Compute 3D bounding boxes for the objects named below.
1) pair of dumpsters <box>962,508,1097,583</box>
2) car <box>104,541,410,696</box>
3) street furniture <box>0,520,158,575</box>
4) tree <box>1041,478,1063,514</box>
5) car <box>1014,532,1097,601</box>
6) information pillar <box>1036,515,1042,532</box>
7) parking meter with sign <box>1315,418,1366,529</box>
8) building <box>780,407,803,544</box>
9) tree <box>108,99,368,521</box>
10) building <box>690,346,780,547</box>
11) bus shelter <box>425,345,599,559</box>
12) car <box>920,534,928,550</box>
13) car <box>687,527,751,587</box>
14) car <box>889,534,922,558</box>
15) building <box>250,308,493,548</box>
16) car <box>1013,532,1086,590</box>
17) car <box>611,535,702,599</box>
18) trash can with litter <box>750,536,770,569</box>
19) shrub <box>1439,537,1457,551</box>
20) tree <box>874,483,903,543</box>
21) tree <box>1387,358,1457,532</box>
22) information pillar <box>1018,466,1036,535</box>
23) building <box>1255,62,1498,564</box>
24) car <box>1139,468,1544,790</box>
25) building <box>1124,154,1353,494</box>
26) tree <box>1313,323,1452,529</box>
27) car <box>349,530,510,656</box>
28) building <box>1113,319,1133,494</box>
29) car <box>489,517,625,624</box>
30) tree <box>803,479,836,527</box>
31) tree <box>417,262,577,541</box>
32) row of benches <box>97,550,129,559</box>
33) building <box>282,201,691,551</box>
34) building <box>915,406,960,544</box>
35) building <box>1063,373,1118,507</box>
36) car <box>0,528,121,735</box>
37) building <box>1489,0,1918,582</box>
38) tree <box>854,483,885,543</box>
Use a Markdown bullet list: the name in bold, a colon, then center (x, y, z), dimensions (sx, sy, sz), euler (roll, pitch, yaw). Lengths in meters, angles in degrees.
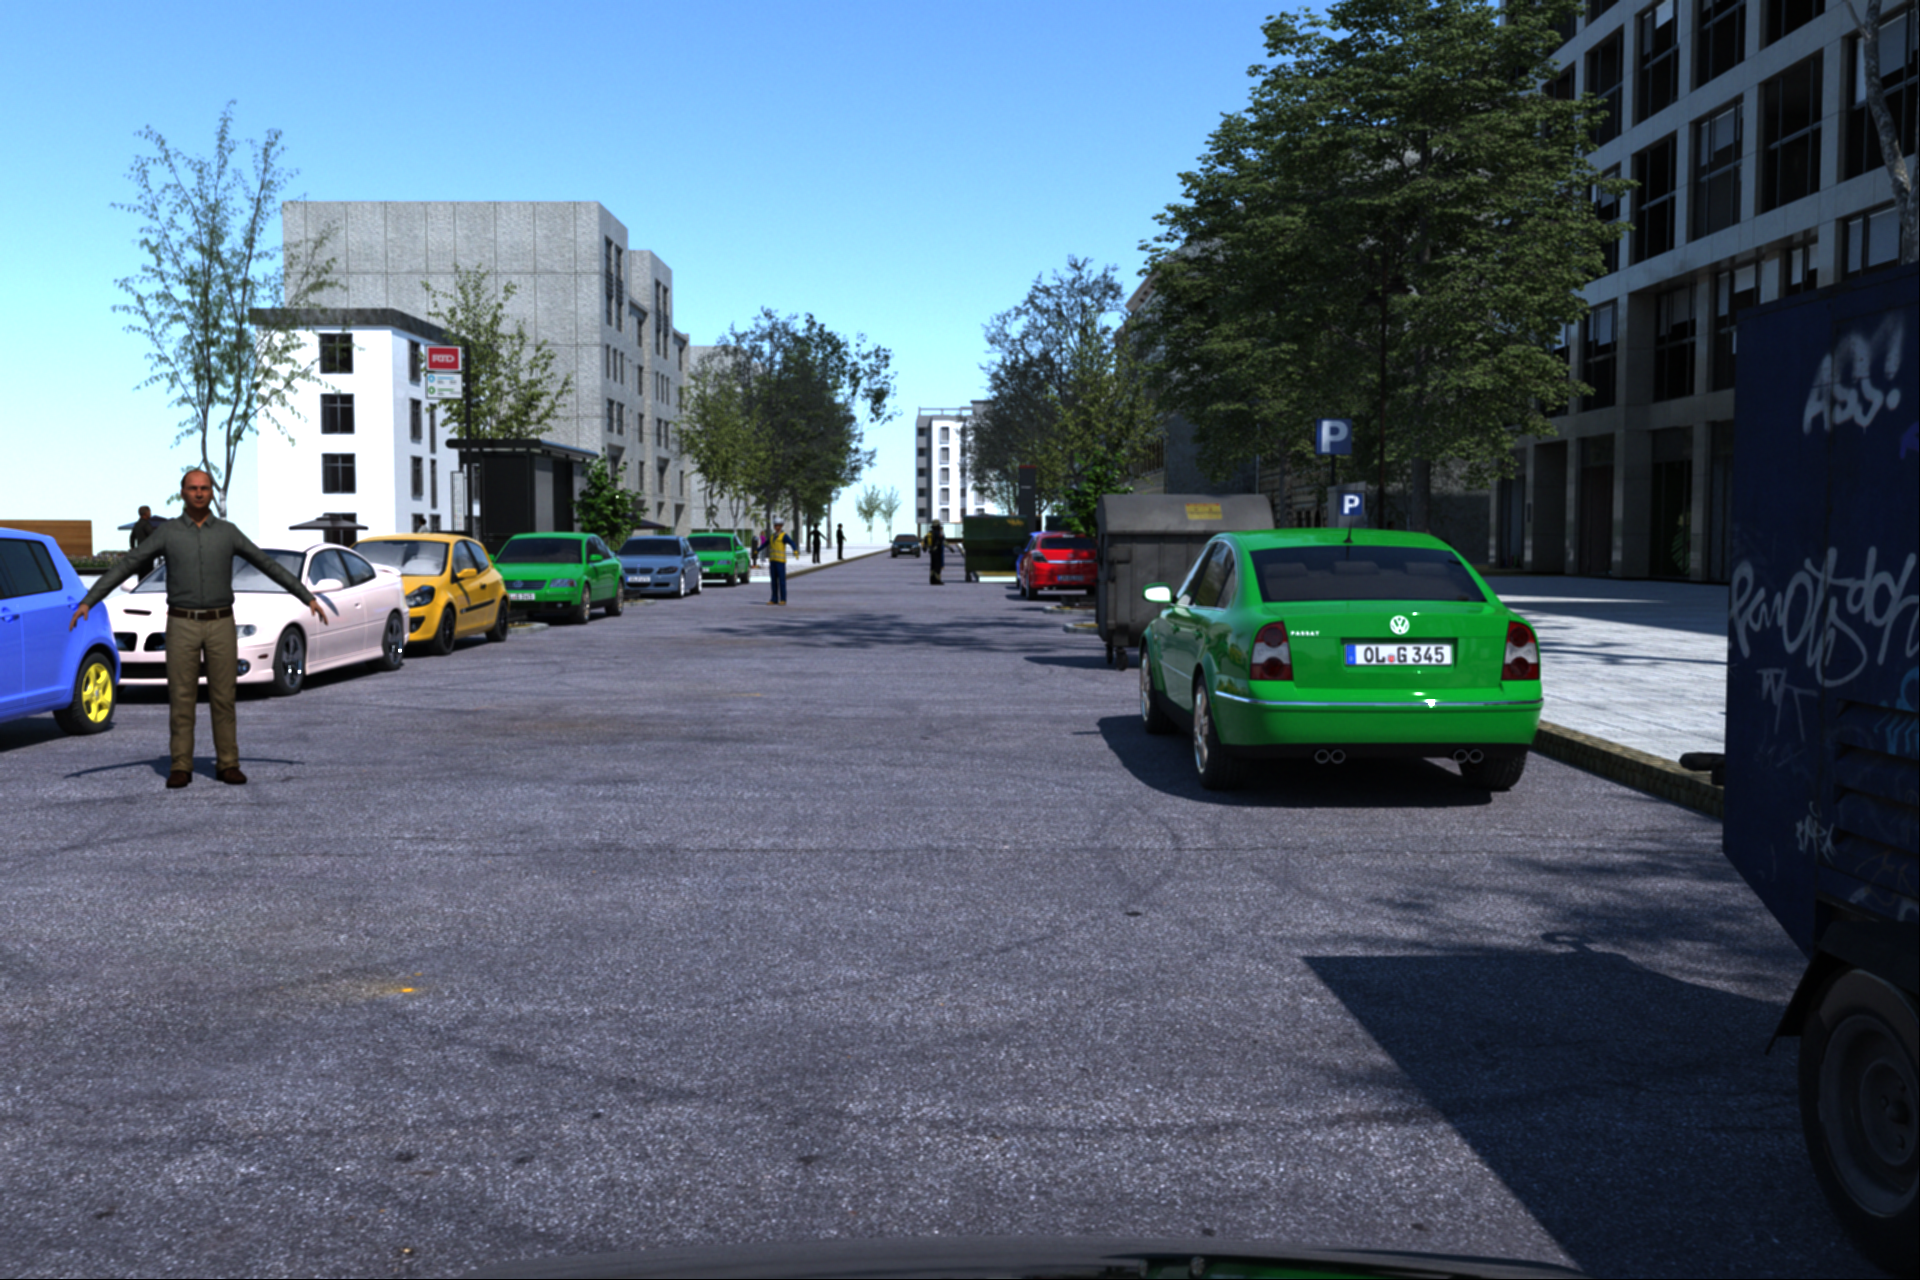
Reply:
- **pair of dumpsters**: center (2.266, -2.850, 51.542), dimensions (4.436, 2.255, 1.574), euler (0, 4, -1)
- **car**: center (-6.826, -0.271, 16.795), dimensions (2.083, 1.381, 4.827), euler (0, 3, 0)
- **street furniture**: center (-29.233, -2.937, 54.880), dimensions (11.010, 1.723, 9.812), euler (-3, 5, -44)
- **tree**: center (15.506, -20.546, 246.298), dimensions (12.009, 13.543, 11.850), euler (0, 3, 0)
- **car**: center (2.299, -1.819, 38.778), dimensions (2.155, 1.783, 4.494), euler (0, 4, -1)
- **information pillar**: center (3.045, -3.845, 67.350), dimensions (0.304, 2.012, 0.304), euler (0, 4, 0)
- **parking meter with sign**: center (5.629, -1.780, 25.363), dimensions (0.543, 3.016, 1.738), euler (0, 3, 0)
- **building**: center (-29.415, -21.298, 214.677), dimensions (16.747, 18.905, 31.486), euler (0, 4, 0)
- **tree**: center (-12.995, -4.863, 29.877), dimensions (4.360, 8.622, 3.978), euler (0, 3, 0)
- **building**: center (-28.712, -19.083, 178.457), dimensions (16.747, 18.905, 31.486), euler (0, 4, 1)
- **bus shelter**: center (-10.232, -3.783, 39.477), dimensions (2.179, 5.291, 8.768), euler (0, 3, 0)
- **car**: center (-2.539, -8.817, 154.380), dimensions (2.015, 1.641, 3.980), euler (0, 4, 0)
- **car**: center (-6.959, -2.428, 48.488), dimensions (1.959, 1.807, 4.718), euler (0, 4, 0)
- **car**: center (-3.293, -5.876, 105.852), dimensions (2.009, 1.686, 4.222), euler (0, 3, 0)
- **building**: center (-25.659, -8.342, 78.533), dimensions (9.099, 9.664, 28.070), euler (0, 4, 0)
- **car**: center (2.383, -2.205, 45.638), dimensions (1.945, 1.707, 3.694), euler (0, 4, -2)
- **car**: center (-7.028, -1.707, 39.918), dimensions (2.014, 1.417, 4.499), euler (0, 4, 0)
- **trash can with litter**: center (-7.522, -3.279, 64.670), dimensions (1.678, 1.210, 2.233), euler (0, 4, -1)
- **shrub**: center (16.148, -2.867, 57.993), dimensions (1.383, 1.207, 1.383), euler (0, 3, 0)
- **tree**: center (-9.804, -18.265, 248.986), dimensions (4.360, 8.622, 3.978), euler (0, 3, 0)
- **tree**: center (17.893, -7.247, 68.859), dimensions (4.360, 8.622, 3.978), euler (0, 3, 0)
- **information pillar**: center (2.539, -4.666, 65.663), dimensions (0.750, 3.857, 0.750), euler (0, 4, -2)
- **building**: center (25.010, -15.332, 81.609), dimensions (19.493, 23.208, 18.063), euler (0, 4, -1)
- **car**: center (2.216, -0.140, 11.078), dimensions (1.959, 1.807, 4.718), euler (0, 4, -1)
- **building**: center (20.657, -16.794, 105.510), dimensions (19.493, 23.208, 18.063), euler (0, 4, -1)
- **tree**: center (12.414, -6.309, 53.519), dimensions (4.360, 8.622, 3.978), euler (0, 3, 0)
- **car**: center (-6.884, -0.696, 21.611), dimensions (2.015, 1.641, 3.980), euler (0, 4, -1)
- **building**: center (21.473, -18.001, 125.239), dimensions (19.493, 23.208, 18.063), euler (0, 4, 0)
- **car**: center (-6.800, -1.227, 28.865), dimensions (1.959, 1.807, 4.718), euler (0, 4, 0)
- **tree**: center (-22.519, -20.598, 243.434), dimensions (9.857, 13.997, 8.962), euler (0, 3, 0)
- **tree**: center (-12.719, -5.910, 46.984), dimensions (4.737, 8.622, 4.395), euler (0, 3, 0)
- **row of benches**: center (-32.148, -3.090, 65.987), dimensions (1.422, 0.672, 4.104), euler (-3, 4, -36)
- **building**: center (-27.587, -14.773, 107.995), dimensions (16.747, 18.905, 31.486), euler (0, 4, 0)
- **building**: center (-6.054, -23.785, 247.767), dimensions (11.380, 20.090, 16.016), euler (0, 4, -1)
- **building**: center (21.306, -20.341, 199.029), dimensions (16.747, 18.905, 31.486), euler (0, 4, -1)
- **car**: center (-6.990, -0.093, 11.104), dimensions (1.945, 1.707, 3.694), euler (0, 4, -1)
- **building**: center (27.722, -14.572, 41.461), dimensions (19.350, 26.588, 34.151), euler (0, 4, 0)
- **tree**: center (-12.770, -17.977, 244.292), dimensions (4.737, 8.622, 4.395), euler (0, 3, 0)
